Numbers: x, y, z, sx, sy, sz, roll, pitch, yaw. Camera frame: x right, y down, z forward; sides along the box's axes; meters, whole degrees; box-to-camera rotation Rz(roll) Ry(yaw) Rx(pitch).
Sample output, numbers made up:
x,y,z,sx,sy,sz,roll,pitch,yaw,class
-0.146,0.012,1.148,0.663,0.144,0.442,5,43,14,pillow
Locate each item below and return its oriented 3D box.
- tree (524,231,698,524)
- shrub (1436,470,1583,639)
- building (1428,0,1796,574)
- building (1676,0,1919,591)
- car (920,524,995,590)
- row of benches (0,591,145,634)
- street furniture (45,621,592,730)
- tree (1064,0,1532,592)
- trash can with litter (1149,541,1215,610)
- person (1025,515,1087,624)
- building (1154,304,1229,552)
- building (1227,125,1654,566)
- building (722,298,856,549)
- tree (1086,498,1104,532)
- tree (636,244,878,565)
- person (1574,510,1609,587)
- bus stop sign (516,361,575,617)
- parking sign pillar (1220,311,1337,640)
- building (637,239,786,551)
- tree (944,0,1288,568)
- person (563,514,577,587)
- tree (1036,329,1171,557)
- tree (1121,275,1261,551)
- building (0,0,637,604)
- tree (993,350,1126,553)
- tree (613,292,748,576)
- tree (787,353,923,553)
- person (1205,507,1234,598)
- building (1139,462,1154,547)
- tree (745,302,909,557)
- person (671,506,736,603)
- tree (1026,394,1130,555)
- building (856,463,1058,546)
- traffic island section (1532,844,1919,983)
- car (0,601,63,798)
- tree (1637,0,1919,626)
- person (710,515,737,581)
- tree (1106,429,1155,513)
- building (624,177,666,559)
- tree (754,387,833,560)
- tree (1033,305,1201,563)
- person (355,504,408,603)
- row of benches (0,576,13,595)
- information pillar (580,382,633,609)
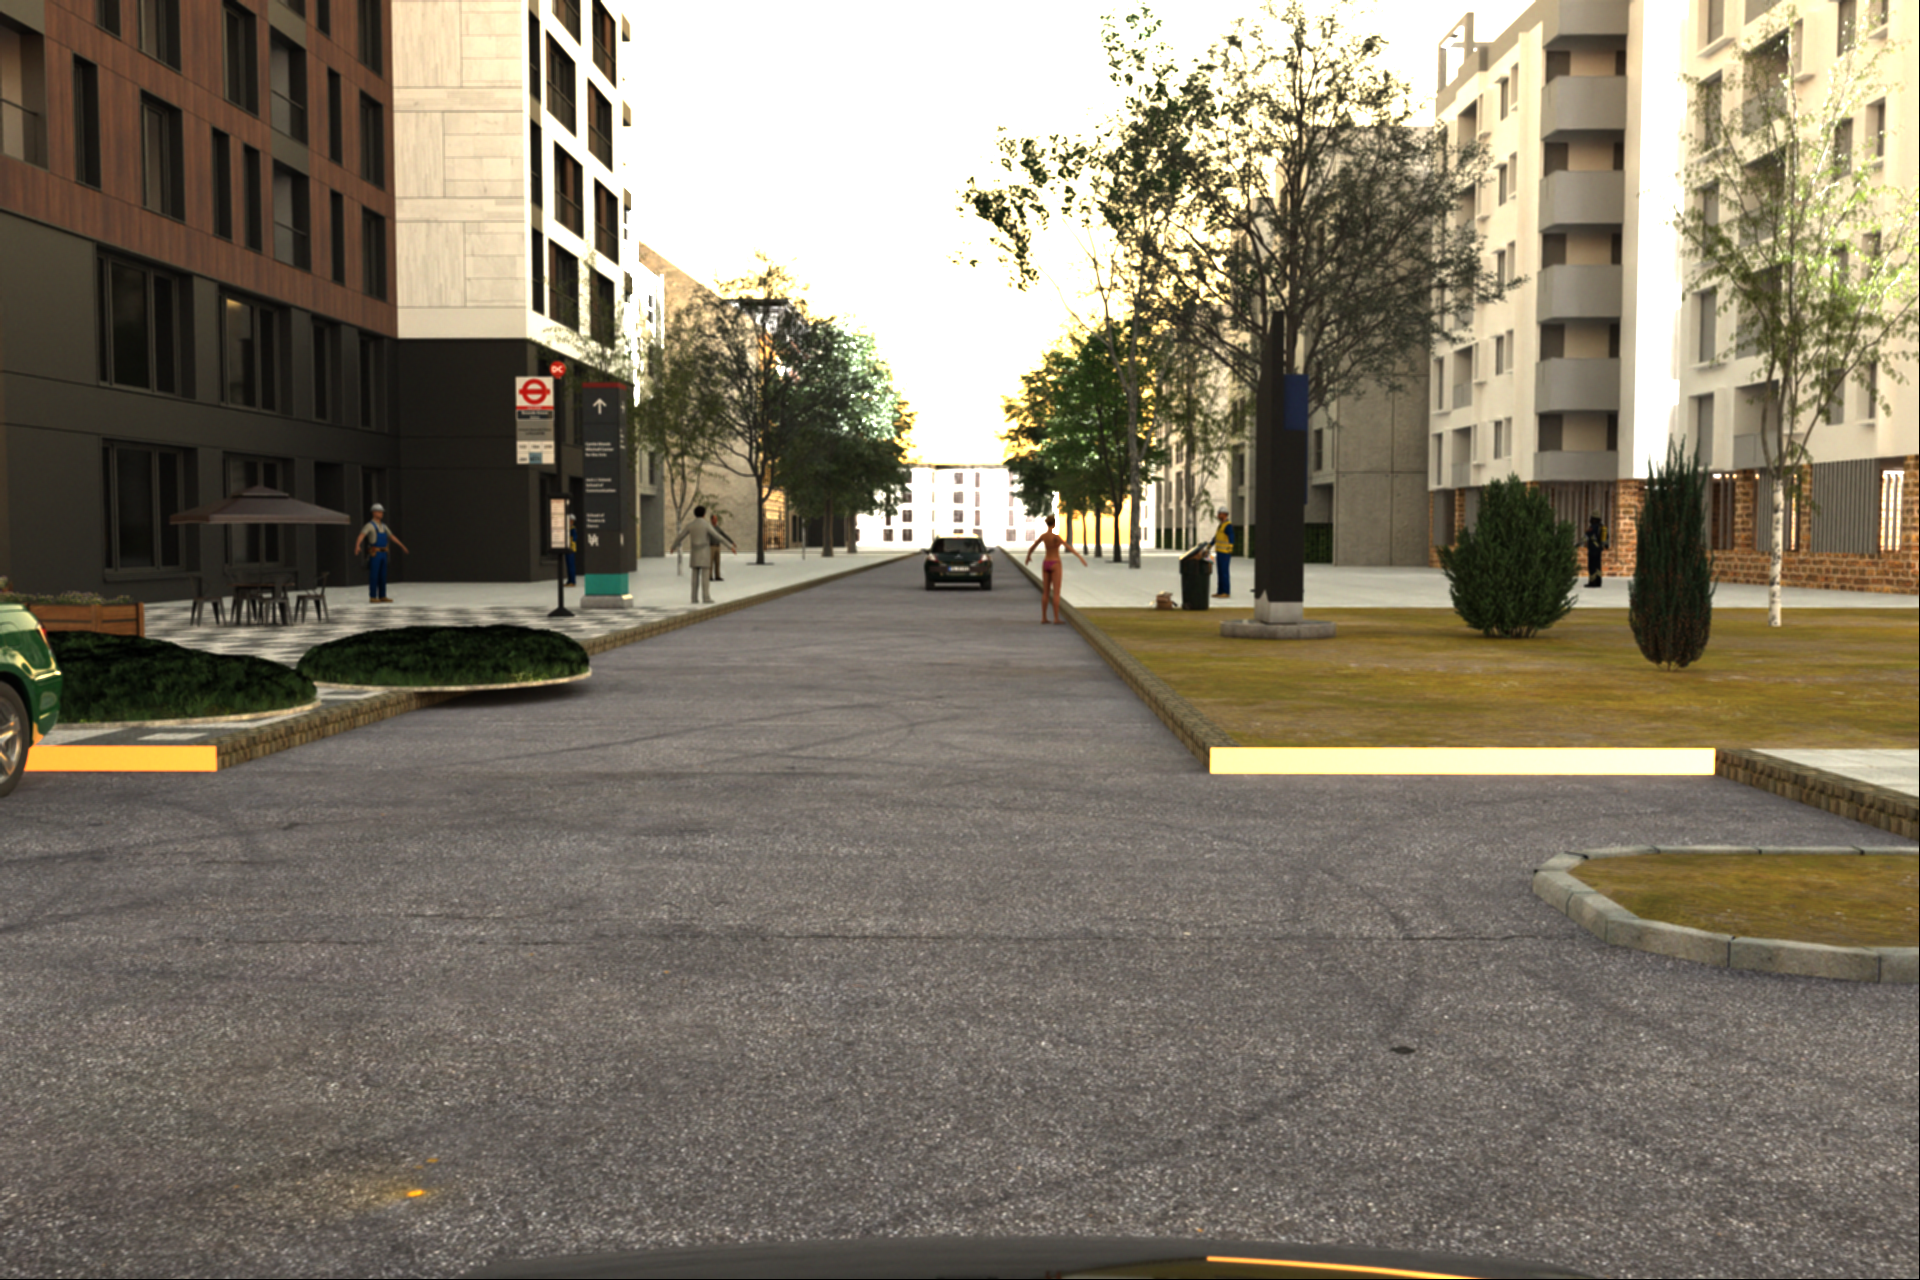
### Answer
x,y,z,sx,sy,sz,roll,pitch,yaw,class
-9.028,-5.670,43.060,4.360,8.622,3.978,0,3,0,tree
6.801,-1.064,21.442,1.661,2.075,1.752,0,3,0,shrub
22.947,-12.713,64.278,16.016,20.090,11.380,0,4,1,building
25.133,-11.600,46.086,16.016,20.090,11.380,0,4,1,building
-0.055,-2.182,45.462,2.009,1.686,4.222,0,4,-1,car
-10.823,-0.224,19.123,4.104,0.672,1.422,1,4,21,row of benches
-8.264,0.099,14.010,10.072,0.657,5.734,0,4,-4,street furniture
7.111,-7.800,37.897,12.009,13.543,11.850,0,3,0,tree
3.737,-1.088,29.181,1.055,1.170,0.624,0,4,0,trash can with litter
1.515,-1.128,27.709,1.217,1.733,0.721,3,5,41,person
25.844,-16.818,141.426,16.747,18.905,31.486,0,4,1,building
23.507,-13.287,83.694,16.747,18.905,31.486,0,4,1,building
-25.184,-19.739,166.709,27.936,21.610,32.646,0,4,1,building
16.750,-15.779,208.349,4.360,8.622,3.978,0,3,0,tree
-8.326,-9.929,72.701,12.009,13.543,11.850,0,3,0,tree
15.272,-2.198,41.722,1.354,1.856,0.705,-3,4,-37,person
-6.426,-2.332,26.831,0.855,3.939,0.416,0,3,0,bus stop sign
3.990,-2.028,21.627,1.447,3.967,1.447,0,4,1,parking sign pillar
-24.031,-18.700,136.681,19.493,23.208,18.063,0,4,0,building
5.633,-12.679,63.190,12.611,20.169,13.585,0,3,0,tree
-9.594,-2.190,42.270,0.721,1.772,1.216,-2,4,-27,person
7.882,-10.814,94.928,7.486,12.596,7.792,0,3,0,tree
6.231,-5.993,48.349,4.360,8.622,3.978,0,3,0,tree
-25.294,-12.181,43.138,27.936,21.610,32.646,0,4,1,building
7.307,-12.859,116.895,9.857,13.997,8.962,0,3,0,tree
-8.607,-6.277,52.989,4.360,8.622,3.978,0,3,0,tree
-7.263,-12.711,114.478,9.857,13.997,8.962,0,3,0,tree
5.284,-1.773,34.950,0.705,1.833,1.349,-1,4,-12,person
23.556,-14.232,174.834,9.099,9.664,28.070,0,4,1,building
-7.446,-11.656,97.232,9.857,13.997,8.962,0,3,0,tree
-4.818,-1.594,32.256,1.347,1.806,0.705,1,4,18,person
7.454,-10.537,106.689,7.601,10.594,8.767,1,4,12,tree
-2.726,-15.940,205.222,28.070,9.664,9.099,1,4,10,building
3.271,1.000,6.514,1.991,0.108,1.994,0,4,2,traffic island section
-6.121,0.232,7.997,2.131,1.459,4.920,0,4,1,car
11.154,-4.505,24.015,4.360,8.622,3.978,0,3,0,tree
-6.734,-2.525,47.552,1.348,1.796,0.705,-3,5,-44,person
20.838,-17.755,200.662,12.009,13.543,11.850,0,3,0,tree
-24.857,-13.073,80.205,16.747,18.905,31.486,0,4,0,building
-7.581,-8.309,86.216,4.360,8.622,3.978,0,3,0,tree
7.105,-9.311,77.984,9.928,11.665,9.643,0,3,0,tree
-10.869,-1.623,32.398,0.705,1.847,1.347,2,4,24,person
-14.118,-0.590,25.105,1.422,0.672,4.104,-2,4,-28,row of benches
-6.119,-2.480,29.920,0.750,3.857,0.750,0,4,2,information pillar
